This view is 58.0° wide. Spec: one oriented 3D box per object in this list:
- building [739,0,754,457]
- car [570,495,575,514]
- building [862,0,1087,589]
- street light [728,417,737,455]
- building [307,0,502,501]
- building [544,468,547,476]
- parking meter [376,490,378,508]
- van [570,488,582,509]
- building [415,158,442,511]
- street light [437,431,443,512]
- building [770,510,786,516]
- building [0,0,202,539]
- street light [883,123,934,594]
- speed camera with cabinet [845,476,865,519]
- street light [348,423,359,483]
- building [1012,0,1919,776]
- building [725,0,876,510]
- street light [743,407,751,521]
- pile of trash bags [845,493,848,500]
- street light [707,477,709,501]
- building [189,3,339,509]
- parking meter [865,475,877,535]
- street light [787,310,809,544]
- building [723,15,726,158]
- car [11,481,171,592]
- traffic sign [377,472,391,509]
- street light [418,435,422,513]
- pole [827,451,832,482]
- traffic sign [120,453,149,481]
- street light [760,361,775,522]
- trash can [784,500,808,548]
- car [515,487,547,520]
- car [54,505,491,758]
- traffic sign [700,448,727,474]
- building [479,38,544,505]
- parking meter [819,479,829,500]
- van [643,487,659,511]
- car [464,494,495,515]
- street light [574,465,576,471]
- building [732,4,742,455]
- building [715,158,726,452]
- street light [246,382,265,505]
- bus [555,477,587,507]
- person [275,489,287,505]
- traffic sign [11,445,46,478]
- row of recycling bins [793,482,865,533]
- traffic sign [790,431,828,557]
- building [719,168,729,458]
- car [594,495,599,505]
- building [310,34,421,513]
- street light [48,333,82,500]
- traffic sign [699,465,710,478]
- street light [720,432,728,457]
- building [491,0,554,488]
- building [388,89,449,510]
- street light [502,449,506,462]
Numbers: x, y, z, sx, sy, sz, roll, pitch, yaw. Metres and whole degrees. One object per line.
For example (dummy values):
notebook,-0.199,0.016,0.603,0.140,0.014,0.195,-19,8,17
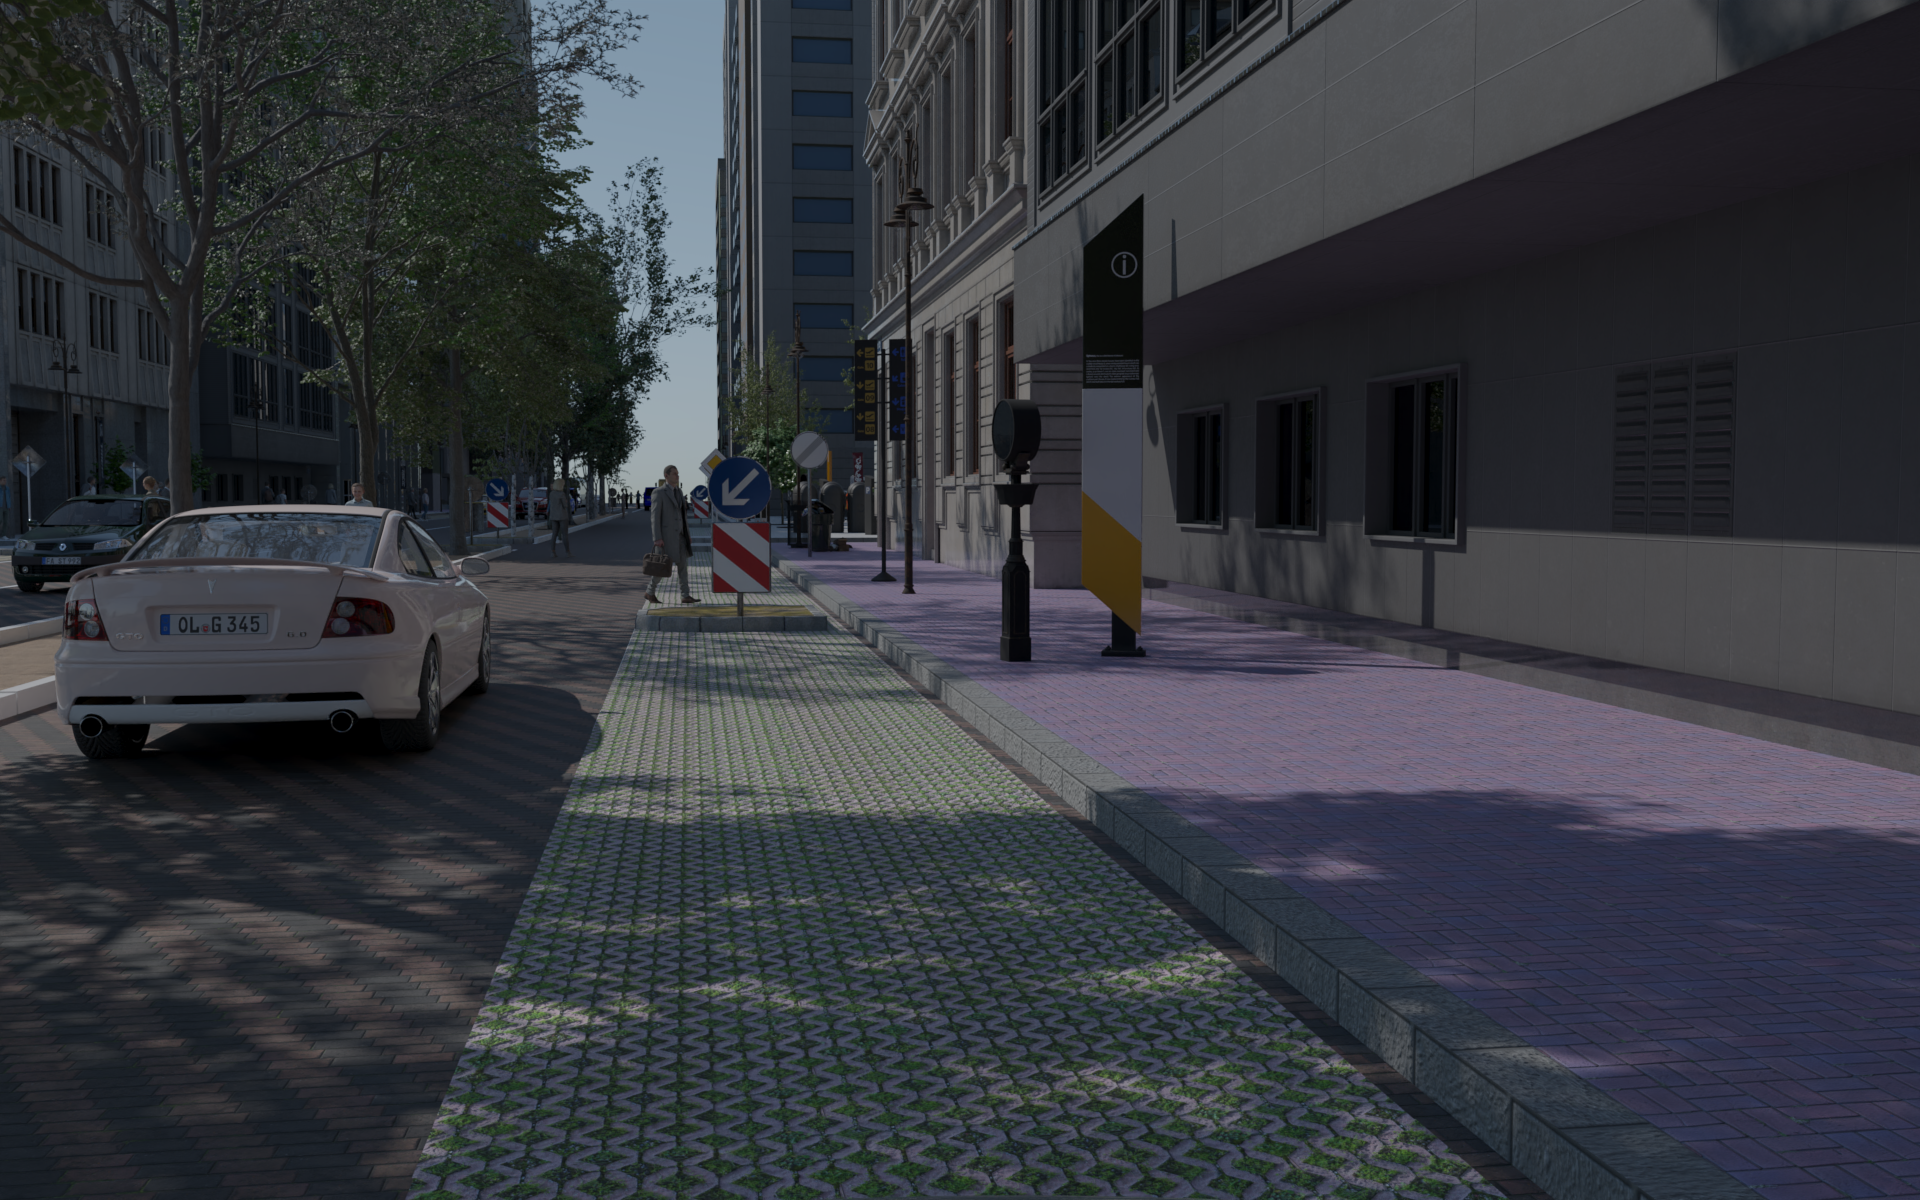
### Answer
building,-10.006,-29.677,135.337,14.600,45.320,14.200,-1,4,-9
car,-27.885,-6.810,120.935,1.945,1.707,3.694,0,4,-7
building,4.384,-12.043,33.061,11.583,22.565,21.152,-1,4,-9
street light,-13.525,-8.033,104.119,0.468,5.910,1.993,-1,4,-9
building,-60.876,-35.601,171.316,28.713,52.752,27.495,-1,4,-9
building,-76.534,-35.115,266.005,32.217,40.220,23.993,-1,4,-9
parking meter,-32.639,-5.385,96.455,0.372,1.533,0.369,0,3,0
van,-39.050,-10.331,173.296,2.240,2.365,5.245,0,4,-8
building,-47.034,-21.845,128.871,14.160,30.474,14.107,-1,4,-9
street light,-37.425,-9.296,124.771,0.468,5.910,1.993,-1,4,-9
building,-3.087,-34.940,113.272,21.231,58.520,28.212,-1,4,-9
building,-34.623,-14.654,57.620,12.078,24.808,19.932,-1,4,-9
street light,-0.659,-3.017,22.117,0.468,5.910,1.993,-1,4,-9
speed camera with cabinet,-5.506,-5.651,86.722,0.660,3.252,2.038,3,4,36
street light,-32.434,-7.348,92.934,0.468,5.910,1.993,-1,4,-9
building,9.344,-13.222,9.689,14.314,27.812,24.014,-1,4,-9
building,-14.559,-39.434,186.739,21.231,58.520,28.212,-1,4,-9
street light,-10.081,-6.719,82.637,0.468,5.910,1.993,-1,4,-9
pile of trash bags,-3.881,-4.181,78.110,3.447,1.369,1.912,3,5,41
street light,-41.611,-19.006,283.533,0.468,5.910,1.993,-1,4,-9
building,-38.232,-17.471,79.164,14.314,27.812,24.014,-1,4,-9
parking meter,-2.779,-2.971,54.283,0.255,1.863,0.399,-3,5,-42
street light,-4.072,-4.331,43.604,0.468,5.910,1.993,-1,4,-9
building,-26.989,-50.220,259.355,20.563,71.187,20.611,-1,4,-9
car,-13.106,-1.036,26.726,2.009,1.686,4.222,0,4,-8
traffic sign,-33.087,-6.081,99.533,0.768,2.556,0.104,-1,4,-9
street light,-35.720,-8.664,114.440,0.468,5.910,1.993,-1,4,-9
pole,-6.165,-5.383,81.854,0.158,3.312,0.155,0,3,0
traffic sign,-23.487,-2.880,49.280,0.795,2.593,0.064,-1,4,-9
street light,-6.712,-5.366,60.530,0.468,5.910,1.993,-1,4,-9
trash can,-3.800,-1.805,41.159,0.748,1.137,0.748,0,3,0
car,-24.348,-5.533,99.136,2.281,1.827,5.304,-1,4,-8
car,-4.077,0.090,10.885,2.083,1.381,4.827,-1,4,-9
traffic sign,-6.149,-2.550,43.886,0.795,2.593,0.064,-1,4,-9
building,-64.768,-41.373,218.455,21.231,58.520,28.212,-1,4,-9
parking meter,-5.162,-3.685,65.958,0.255,1.863,0.399,-2,4,-33
van,-26.301,-8.903,149.940,2.240,2.365,5.245,0,4,-7
car,-29.237,-5.810,105.213,2.015,1.641,3.980,-1,4,-10
street light,-60.601,-18.335,272.562,0.468,5.910,1.993,-1,4,-9
building,-9.306,-32.942,158.213,23.786,49.044,30.456,-1,4,-9
building,-22.673,-37.630,238.951,21.300,48.544,21.600,-1,4,-9
street light,-28.983,-6.035,71.453,0.468,5.910,1.993,-1,4,-9
bus,-41.293,-11.569,184.008,2.948,3.499,13.247,0,4,-7
person,-29.768,-4.117,75.953,0.503,1.515,0.523,-1,4,-19
traffic sign,-22.250,-2.398,41.391,0.795,2.593,0.064,-1,4,-9
row of recycling bins,-3.777,-3.088,57.596,3.534,1.692,1.069,-1,4,-12
traffic sign,-3.061,-2.150,35.260,0.768,2.556,0.104,0,4,-5
building,-23.475,-32.837,220.478,14.154,41.232,14.086,-1,4,-9
car,-47.708,-13.052,225.761,2.083,1.381,4.827,0,4,-7
building,-41.030,-20.083,105.854,11.434,29.767,29.804,-1,4,-9
street light,-25.726,-4.717,49.918,0.468,5.910,1.993,-1,4,-9
traffic sign,-7.386,-3.033,51.775,0.795,2.593,0.064,-1,4,-9
street light,-16.964,-9.346,125.602,0.468,5.910,1.993,-1,4,-9
building,-68.220,-49.221,243.022,20.563,71.187,20.611,-1,4,-9
building,-58.818,-27.774,145.978,32.217,40.220,23.993,-1,4,-9
street light,-44.166,-11.925,167.759,0.468,5.910,1.993,-1,4,-9
